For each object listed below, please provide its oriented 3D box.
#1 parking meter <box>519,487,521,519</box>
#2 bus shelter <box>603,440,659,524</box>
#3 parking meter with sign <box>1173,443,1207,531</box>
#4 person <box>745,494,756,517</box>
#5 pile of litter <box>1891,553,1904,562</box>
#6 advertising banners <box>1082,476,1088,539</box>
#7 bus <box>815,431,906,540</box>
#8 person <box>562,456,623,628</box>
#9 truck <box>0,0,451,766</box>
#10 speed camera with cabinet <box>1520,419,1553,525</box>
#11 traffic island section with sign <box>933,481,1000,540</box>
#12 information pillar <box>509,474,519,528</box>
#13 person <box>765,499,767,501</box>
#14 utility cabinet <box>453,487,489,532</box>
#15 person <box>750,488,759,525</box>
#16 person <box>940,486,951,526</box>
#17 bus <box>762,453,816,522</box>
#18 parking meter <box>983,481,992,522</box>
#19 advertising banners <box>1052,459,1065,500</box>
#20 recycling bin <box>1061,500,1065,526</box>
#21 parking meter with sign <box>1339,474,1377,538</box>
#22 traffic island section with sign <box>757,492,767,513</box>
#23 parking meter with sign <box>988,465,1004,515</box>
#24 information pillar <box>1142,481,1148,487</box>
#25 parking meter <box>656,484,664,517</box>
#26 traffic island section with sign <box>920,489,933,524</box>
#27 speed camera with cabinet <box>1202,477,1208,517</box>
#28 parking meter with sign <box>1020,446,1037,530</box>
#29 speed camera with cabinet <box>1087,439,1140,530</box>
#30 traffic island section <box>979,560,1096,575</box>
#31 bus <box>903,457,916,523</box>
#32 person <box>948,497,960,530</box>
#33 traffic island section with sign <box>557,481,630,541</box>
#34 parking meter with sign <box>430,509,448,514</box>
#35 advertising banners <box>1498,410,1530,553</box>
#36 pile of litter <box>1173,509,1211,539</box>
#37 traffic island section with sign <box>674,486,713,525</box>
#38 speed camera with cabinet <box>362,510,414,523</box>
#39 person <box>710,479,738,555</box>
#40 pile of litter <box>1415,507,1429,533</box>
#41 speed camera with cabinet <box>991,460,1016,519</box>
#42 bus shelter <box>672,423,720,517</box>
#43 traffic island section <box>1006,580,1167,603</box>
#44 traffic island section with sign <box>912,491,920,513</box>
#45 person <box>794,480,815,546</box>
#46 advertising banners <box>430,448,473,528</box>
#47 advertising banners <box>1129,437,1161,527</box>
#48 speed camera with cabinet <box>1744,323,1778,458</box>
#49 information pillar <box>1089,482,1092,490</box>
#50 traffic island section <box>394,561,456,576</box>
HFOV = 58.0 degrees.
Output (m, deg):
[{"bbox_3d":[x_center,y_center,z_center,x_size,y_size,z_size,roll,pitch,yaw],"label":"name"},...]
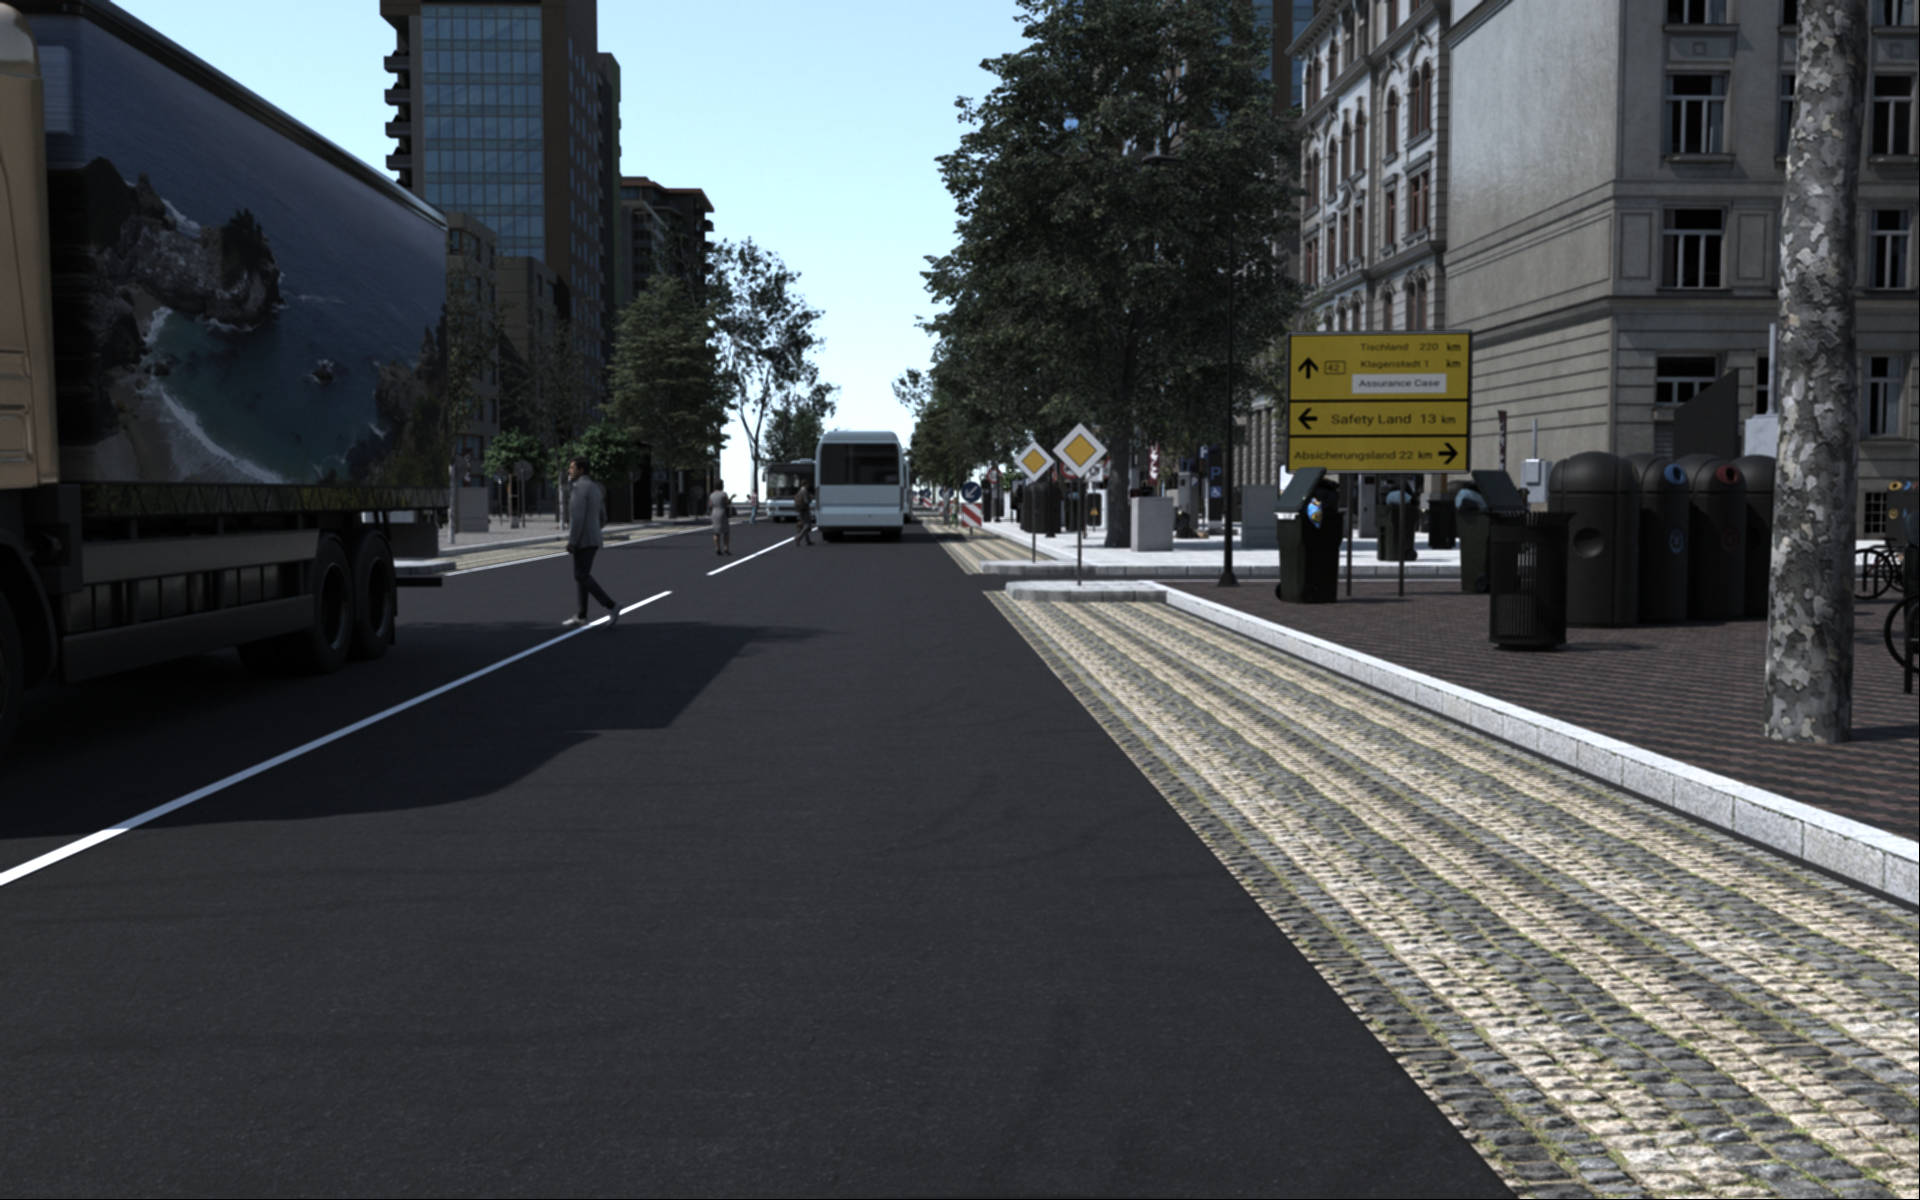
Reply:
[{"bbox_3d":[-23.265,-5.206,90.824,0.399,1.863,0.255,-3,4,-36],"label":"parking meter"},{"bbox_3d":[-14.923,-5.336,78.525,1.731,3.624,6.357,0,4,-2],"label":"bus shelter"},{"bbox_3d":[7.859,-3.868,59.502,0.543,3.016,1.738,-2,4,-31],"label":"parking meter with sign"},{"bbox_3d":[-13.062,-5.907,108.269,0.628,1.438,0.799,1,4,10],"label":"person"},{"bbox_3d":[18.315,-1.159,32.909,1.719,0.858,1.176,-1,4,-21],"label":"pile of litter"},{"bbox_3d":[3.572,-3.274,49.711,0.090,3.025,2.074,0,4,7],"label":"advertising banners"},{"bbox_3d":[-3.180,-3.786,56.757,2.948,3.499,13.247,0,4,-2],"label":"bus"},{"bbox_3d":[-3.974,-0.635,18.722,0.795,1.843,0.661,1,4,13],"label":"person"},{"bbox_3d":[-6.060,-1.390,11.634,2.839,4.237,11.283,0,4,-2],"label":"truck"},{"bbox_3d":[15.825,-3.129,45.493,2.038,3.252,0.660,3,4,38],"label":"speed camera with cabinet"},{"bbox_3d":[0.226,-2.839,55.048,1.989,1.847,2.006,0,4,-2],"label":"traffic island section with sign"},{"bbox_3d":[-16.682,-3.688,64.793,0.304,2.012,0.304,-2,4,-23],"label":"information pillar"},{"bbox_3d":[-11.770,-6.137,109.666,1.217,1.723,0.721,-1,4,-14],"label":"person"},{"bbox_3d":[-16.277,-2.985,57.479,1.173,1.500,0.318,-2,4,-28],"label":"utility cabinet"},{"bbox_3d":[-9.670,-4.402,81.310,0.643,1.720,0.563,-2,4,-34],"label":"person"},{"bbox_3d":[-0.618,-4.251,78.099,0.391,1.810,0.635,-1,4,-22],"label":"person"},{"bbox_3d":[-8.278,-5.868,90.798,2.948,3.499,13.247,0,4,0],"label":"bus"},{"bbox_3d":[1.266,-4.499,79.263,0.399,1.863,0.255,0,4,3],"label":"parking meter"},{"bbox_3d":[4.904,-5.521,86.454,0.090,3.025,2.074,1,4,23],"label":"advertising banners"},{"bbox_3d":[4.250,-3.448,68.926,0.722,1.027,0.722,-1,4,-21],"label":"recycling bin"},{"bbox_3d":[11.898,-3.297,50.172,1.738,3.016,0.543,0,4,5],"label":"parking meter with sign"},{"bbox_3d":[-14.107,-7.393,129.507,1.989,1.847,2.006,0,4,-2],"label":"traffic island section with sign"},{"bbox_3d":[2.373,-6.603,104.216,0.543,3.016,1.738,2,4,35],"label":"parking meter with sign"},{"bbox_3d":[10.417,-5.677,97.304,0.304,2.012,0.304,2,4,28],"label":"information pillar"},{"bbox_3d":[-16.866,-5.599,97.255,0.399,1.863,0.255,-2,4,-32],"label":"parking meter"},{"bbox_3d":[-0.767,-4.489,82.017,1.989,1.847,2.006,0,4,-2],"label":"traffic island section with sign"},{"bbox_3d":[13.962,-6.293,97.221,0.660,3.252,2.038,1,4,13],"label":"speed camera with cabinet"},{"bbox_3d":[2.512,-4.053,62.524,0.543,3.016,1.738,1,4,11],"label":"parking meter with sign"},{"bbox_3d":[5.447,-4.153,62.239,2.038,3.252,0.660,3,5,39],"label":"speed camera with cabinet"},{"bbox_3d":[1.395,-0.607,32.207,2.009,0.180,2.903,0,4,-2],"label":"traffic island section"},{"bbox_3d":[-3.790,-5.762,89.073,2.948,3.499,13.247,0,4,-1],"label":"bus"},{"bbox_3d":[-0.242,-3.478,69.606,0.306,1.304,0.590,-3,5,-44],"label":"person"},{"bbox_3d":[-11.315,-2.753,53.636,1.989,1.847,2.006,0,4,-2],"label":"traffic island section with sign"},{"bbox_3d":[-24.496,-5.184,81.017,0.543,3.016,1.738,-3,5,-40],"label":"parking meter with sign"},{"bbox_3d":[11.798,-2.494,36.969,0.090,3.025,2.074,3,4,36],"label":"advertising banners"},{"bbox_3d":[6.689,-2.221,50.285,1.176,0.858,1.719,0,4,8],"label":"pile of litter"},{"bbox_3d":[-12.325,-4.439,81.202,1.989,1.847,2.006,0,4,-2],"label":"traffic island section with sign"},{"bbox_3d":[-13.188,-2.690,38.324,2.038,3.252,0.660,-3,5,-41],"label":"speed camera with cabinet"},{"bbox_3d":[-5.498,-1.944,40.641,0.716,1.782,0.532,2,4,27],"label":"person"},{"bbox_3d":[15.755,-2.675,57.695,1.176,0.858,1.719,1,4,17],"label":"pile of litter"},{"bbox_3d":[2.402,-5.792,89.042,2.038,3.252,0.660,3,4,39],"label":"speed camera with cabinet"},{"bbox_3d":[-15.444,-7.518,100.545,2.179,5.291,8.768,0,4,-2],"label":"bus shelter"},{"bbox_3d":[1.689,-0.119,24.227,2.009,0.180,2.903,0,4,-2],"label":"traffic island section"},{"bbox_3d":[-2.617,-7.542,131.943,1.989,1.847,2.006,0,4,-2],"label":"traffic island section with sign"},{"bbox_3d":[-4.332,-2.414,47.935,0.822,1.834,0.622,-3,5,-42],"label":"person"},{"bbox_3d":[-19.047,-4.207,64.968,0.090,3.025,2.074,2,4,33],"label":"advertising banners"},{"bbox_3d":[5.385,-3.487,53.203,0.090,3.025,2.074,-3,5,-44],"label":"advertising banners"},{"bbox_3d":[8.890,-1.553,19.735,2.038,3.252,0.660,-2,4,-23],"label":"speed camera with cabinet"},{"bbox_3d":[5.894,-5.287,77.804,0.183,3.616,0.504,-1,4,-12],"label":"information pillar"},{"bbox_3d":[-10.489,-0.581,31.775,2.009,0.180,2.903,0,4,-2],"label":"traffic island section"}]
